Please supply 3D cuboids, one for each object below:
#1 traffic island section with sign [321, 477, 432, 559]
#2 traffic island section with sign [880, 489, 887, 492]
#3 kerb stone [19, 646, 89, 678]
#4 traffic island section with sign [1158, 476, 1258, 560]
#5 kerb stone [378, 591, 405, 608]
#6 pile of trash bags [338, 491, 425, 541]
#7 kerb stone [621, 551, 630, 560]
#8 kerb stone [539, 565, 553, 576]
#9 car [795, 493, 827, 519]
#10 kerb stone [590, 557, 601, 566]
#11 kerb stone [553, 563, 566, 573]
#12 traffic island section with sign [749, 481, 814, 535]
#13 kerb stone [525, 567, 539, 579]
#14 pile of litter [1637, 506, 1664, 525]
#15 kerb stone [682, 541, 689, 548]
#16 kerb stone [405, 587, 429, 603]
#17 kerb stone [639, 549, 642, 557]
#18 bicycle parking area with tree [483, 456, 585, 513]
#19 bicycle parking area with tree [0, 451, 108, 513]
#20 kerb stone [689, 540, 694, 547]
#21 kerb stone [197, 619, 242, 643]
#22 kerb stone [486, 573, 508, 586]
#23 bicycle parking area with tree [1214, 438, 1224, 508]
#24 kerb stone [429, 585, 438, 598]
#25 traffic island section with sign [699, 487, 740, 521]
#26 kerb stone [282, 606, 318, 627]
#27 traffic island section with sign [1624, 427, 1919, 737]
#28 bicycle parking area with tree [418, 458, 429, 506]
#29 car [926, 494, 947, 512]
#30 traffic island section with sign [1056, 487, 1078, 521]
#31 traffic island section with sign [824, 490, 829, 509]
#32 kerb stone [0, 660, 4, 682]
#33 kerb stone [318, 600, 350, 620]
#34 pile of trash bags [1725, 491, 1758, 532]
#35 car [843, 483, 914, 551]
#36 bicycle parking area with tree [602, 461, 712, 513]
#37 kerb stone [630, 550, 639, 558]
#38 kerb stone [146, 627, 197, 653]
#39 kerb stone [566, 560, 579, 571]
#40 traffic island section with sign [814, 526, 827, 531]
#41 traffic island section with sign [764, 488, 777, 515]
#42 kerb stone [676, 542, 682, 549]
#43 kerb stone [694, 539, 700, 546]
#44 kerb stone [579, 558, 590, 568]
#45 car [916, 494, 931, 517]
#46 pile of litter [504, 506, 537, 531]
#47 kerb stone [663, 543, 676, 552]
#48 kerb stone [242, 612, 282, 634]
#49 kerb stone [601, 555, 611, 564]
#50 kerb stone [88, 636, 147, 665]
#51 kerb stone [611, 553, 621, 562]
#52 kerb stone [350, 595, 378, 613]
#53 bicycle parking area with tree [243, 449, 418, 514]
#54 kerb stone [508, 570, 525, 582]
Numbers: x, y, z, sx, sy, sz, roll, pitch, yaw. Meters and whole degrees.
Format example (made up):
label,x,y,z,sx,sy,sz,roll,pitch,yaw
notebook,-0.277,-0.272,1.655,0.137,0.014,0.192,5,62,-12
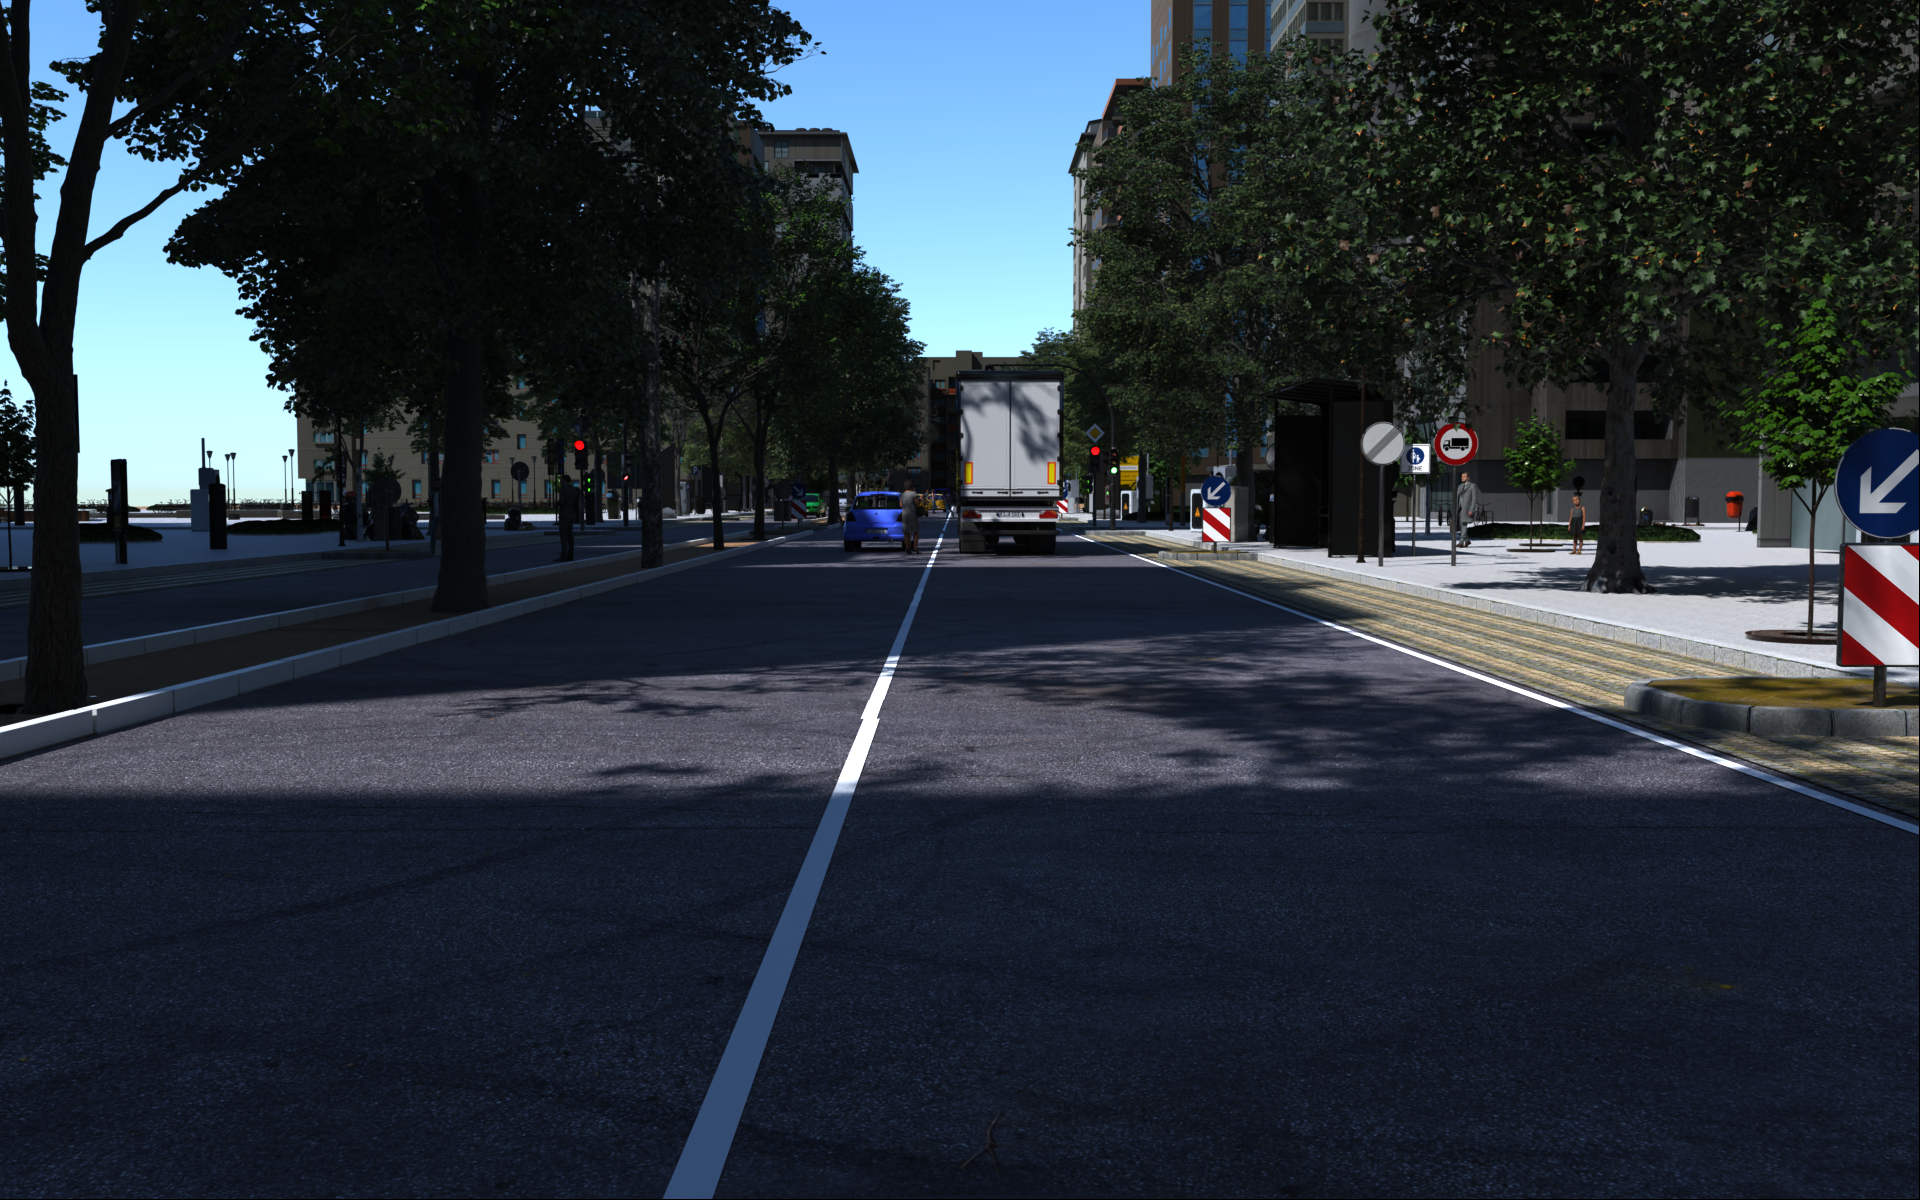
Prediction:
label,x,y,z,sx,sy,sz,roll,pitch,yaw
traffic island section with sign,-12.916,-1.835,38.630,1.989,1.847,2.006,0,3,0
traffic island section with sign,-6.412,-8.284,143.576,2.006,1.907,1.989,0,3,0
kerb stone,-7.322,0.508,13.896,0.120,0.150,1.000,0,3,0
traffic island section with sign,5.405,-1.800,38.058,1.989,1.847,2.006,0,3,0
kerb stone,-7.329,0.007,22.080,0.120,0.150,1.000,0,3,0
pile of trash bags,-16.683,-2.405,49.071,1.912,1.369,3.447,-3,5,-45
kerb stone,-7.351,-0.931,37.469,0.120,0.150,1.000,0,3,0
kerb stone,-7.340,-0.495,30.295,0.120,0.150,1.000,0,3,0
car,-8.874,-5.668,101.469,1.959,1.807,4.718,0,4,2
kerb stone,-7.339,-0.743,34.392,0.120,0.150,1.000,0,3,0
kerb stone,-7.344,-0.555,31.317,0.120,0.150,1.000,0,3,0
traffic island section with sign,-6.319,-3.235,61.030,2.006,1.907,1.989,0,3,0
kerb stone,-7.336,-0.432,29.265,0.120,0.150,1.000,0,3,0
pile of litter,23.851,-2.786,59.520,1.176,0.858,1.719,3,5,44
kerb stone,-7.360,-1.436,45.677,0.120,0.150,1.000,0,3,0
kerb stone,-7.325,-0.053,23.102,0.120,0.150,1.000,0,3,0
kerb stone,-7.348,-1.059,39.515,0.120,0.150,1.000,0,3,0
bicycle parking area with tree,-33.638,-8.995,134.063,9.016,4.147,8.231,-1,4,-19
bicycle parking area with tree,-58.792,-7.680,112.563,9.016,4.147,8.231,1,4,10
kerb stone,-7.365,-1.499,46.705,0.120,0.150,1.000,0,3,0
kerb stone,-7.324,0.320,16.967,0.120,0.150,1.000,0,3,0
kerb stone,-7.333,-0.307,27.209,0.120,0.150,1.000,0,3,0
bicycle parking area with tree,15.886,-6.235,88.950,8.231,4.147,9.016,1,4,20
kerb stone,-7.330,-0.112,24.137,0.120,0.150,1.000,0,3,0
traffic island section with sign,-12.977,-5.204,93.706,1.989,1.847,2.006,0,3,0
kerb stone,-7.325,0.195,19.012,0.120,0.150,1.000,0,3,0
traffic island section with sign,5.435,-0.151,11.103,1.989,1.847,2.006,0,3,0
bicycle parking area with tree,-43.667,-9.190,137.253,9.016,4.147,8.231,2,4,29
car,-1.936,-7.749,136.925,2.015,1.641,3.980,0,4,-2
traffic island section with sign,5.346,-5.184,93.388,1.989,1.847,2.006,0,3,0
traffic island section with sign,-13.064,-9.905,170.572,1.989,1.847,2.006,0,3,0
kerb stone,-7.320,0.570,12.870,0.120,0.150,1.000,0,3,0
kerb stone,-7.328,0.132,20.034,0.120,0.150,1.000,0,3,0
pile of trash bags,27.902,-3.056,59.720,3.447,1.369,1.912,-1,4,-16
car,-2.022,-2.138,44.543,1.945,1.707,3.694,0,4,1
bicycle parking area with tree,-22.976,-8.812,131.078,8.231,4.147,9.016,-1,4,-9
kerb stone,-7.350,-0.997,38.493,0.120,0.150,1.000,0,3,0
kerb stone,-7.328,0.384,15.945,0.120,0.150,1.000,0,3,0
kerb stone,-7.337,-0.618,32.344,0.120,0.150,1.000,0,3,0
traffic island section with sign,-6.318,-3.688,68.437,2.006,1.907,1.989,0,3,0
traffic island section with sign,-13.018,-6.852,120.661,1.989,1.847,2.006,0,3,0
kerb stone,-7.362,-1.373,44.640,0.120,0.150,1.000,0,3,0
kerb stone,-7.359,-1.562,47.727,0.120,0.150,1.000,0,3,0
kerb stone,-7.339,-0.681,33.370,0.120,0.150,1.000,0,3,0
car,-2.807,-5.991,108.180,2.015,1.641,3.980,0,4,-1
pile of litter,-15.430,-2.874,60.949,1.176,0.858,1.719,1,4,18
kerb stone,-7.349,-1.304,43.610,0.120,0.150,1.000,0,3,0
kerb stone,-7.330,0.257,17.989,0.120,0.150,1.000,0,3,0
kerb stone,-7.346,-0.796,35.425,0.120,0.150,1.000,0,3,0
kerb stone,-7.322,0.445,14.918,0.120,0.150,1.000,0,3,0
kerb stone,-7.353,-0.872,36.446,0.120,0.150,1.000,0,3,0
kerb stone,-7.332,0.070,21.058,0.120,0.150,1.000,0,3,0
bicycle parking area with tree,-41.091,-7.693,112.790,8.231,4.147,9.016,-3,4,-36
kerb stone,-7.329,-0.366,28.243,0.120,0.150,1.000,0,3,0
